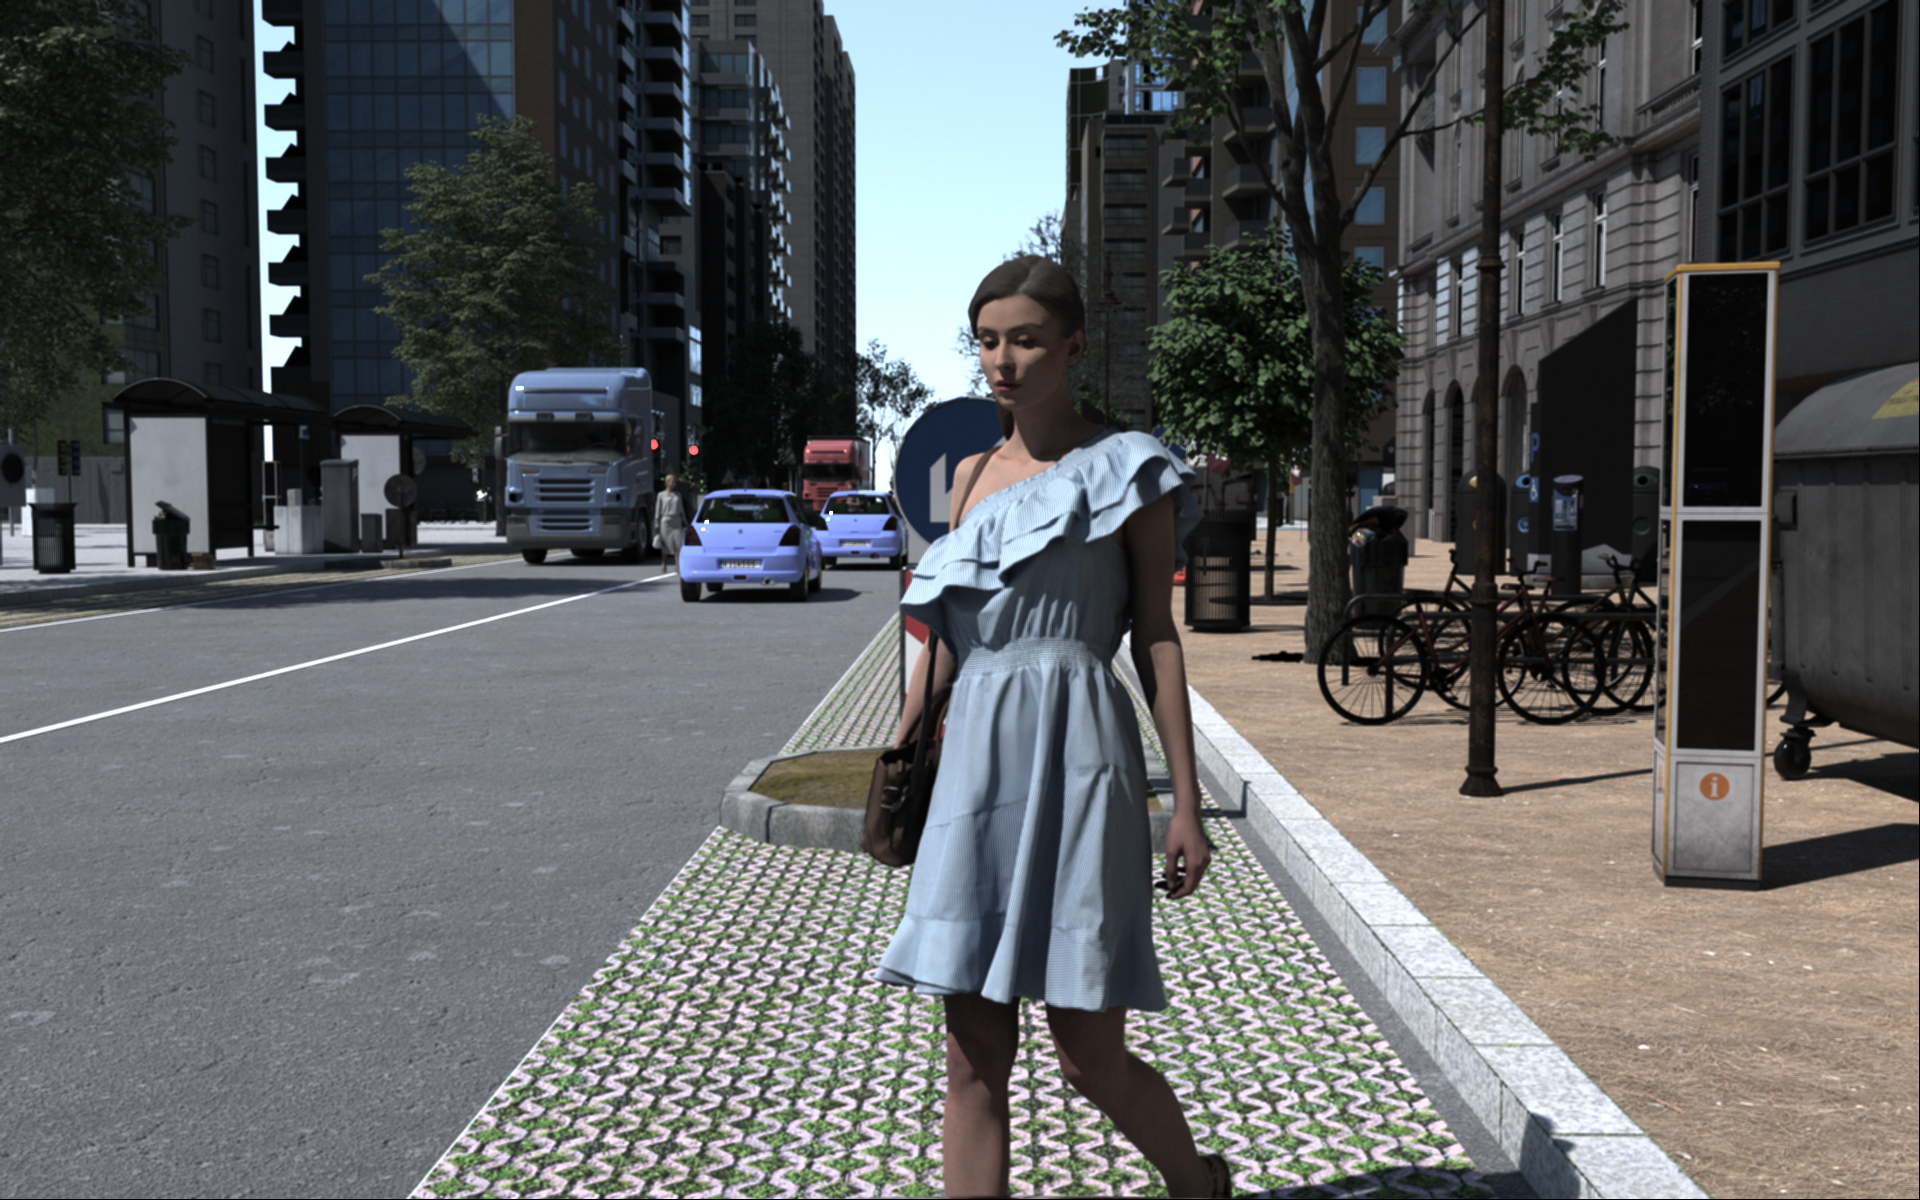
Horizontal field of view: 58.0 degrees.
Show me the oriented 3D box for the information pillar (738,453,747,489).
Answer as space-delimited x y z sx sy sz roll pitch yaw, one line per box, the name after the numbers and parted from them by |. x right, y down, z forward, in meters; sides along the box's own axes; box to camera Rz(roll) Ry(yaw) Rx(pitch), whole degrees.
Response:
-12.476 -6.607 99.384 0.504 3.616 0.183 -1 4 -11 | information pillar

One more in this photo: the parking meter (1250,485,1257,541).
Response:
7.974 -2.401 47.671 0.372 1.533 0.369 0 3 0 | parking meter

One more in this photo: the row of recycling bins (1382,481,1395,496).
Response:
14.472 -3.051 56.995 1.069 1.692 3.534 1 4 18 | row of recycling bins

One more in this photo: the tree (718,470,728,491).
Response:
-19.234 -8.854 139.365 1.663 3.219 1.824 0 3 0 | tree

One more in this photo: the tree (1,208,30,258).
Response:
-22.871 -5.481 39.981 4.360 8.622 3.978 0 3 0 | tree

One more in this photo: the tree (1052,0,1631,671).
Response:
2.653 -5.329 12.886 9.928 11.665 9.643 0 3 0 | tree

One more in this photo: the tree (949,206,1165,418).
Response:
4.486 -10.071 75.034 12.009 13.543 11.850 0 3 0 | tree

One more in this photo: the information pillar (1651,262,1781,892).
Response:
2.475 -0.074 5.698 0.304 2.012 0.304 1 4 14 | information pillar

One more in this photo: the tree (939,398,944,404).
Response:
-7.740 -23.335 237.411 12.611 20.169 13.585 0 3 0 | tree

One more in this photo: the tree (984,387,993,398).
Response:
6.243 -15.291 156.661 9.857 13.997 8.962 0 3 0 | tree

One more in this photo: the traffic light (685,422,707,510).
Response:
-10.308 -4.809 67.550 0.839 4.253 0.868 0 4 1 | traffic light

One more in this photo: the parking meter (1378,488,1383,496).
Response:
17.267 -3.812 70.738 0.372 1.533 0.369 0 3 0 | parking meter

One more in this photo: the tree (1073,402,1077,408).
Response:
4.107 -8.214 84.665 4.360 8.622 3.978 0 3 0 | tree

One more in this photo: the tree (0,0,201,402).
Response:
-13.689 -6.383 22.493 7.486 12.596 7.792 0 3 0 | tree

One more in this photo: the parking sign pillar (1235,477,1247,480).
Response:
13.525 -5.955 85.835 1.447 3.967 1.447 -1 4 -13 | parking sign pillar

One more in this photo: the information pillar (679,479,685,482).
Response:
-15.261 -5.518 94.703 0.304 2.012 0.304 2 4 26 | information pillar

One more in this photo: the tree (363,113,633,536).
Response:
-13.746 -8.179 51.862 7.486 12.596 7.792 0 3 0 | tree

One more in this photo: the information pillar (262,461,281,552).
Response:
-15.365 -2.093 38.712 0.304 2.012 0.304 0 4 -4 | information pillar

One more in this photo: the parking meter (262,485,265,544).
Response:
-17.667 -2.201 44.403 0.372 1.533 0.369 0 3 0 | parking meter

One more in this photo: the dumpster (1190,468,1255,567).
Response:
4.306 -1.452 29.499 1.264 1.857 1.865 0 4 1 | dumpster

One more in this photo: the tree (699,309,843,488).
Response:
-11.763 -11.637 107.267 9.611 12.733 9.660 0 3 0 | tree

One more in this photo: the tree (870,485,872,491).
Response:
-10.139 -11.647 185.032 1.663 3.219 1.824 0 3 0 | tree

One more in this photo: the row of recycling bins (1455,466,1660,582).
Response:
9.217 -1.191 26.585 1.069 1.692 3.534 -3 5 -42 | row of recycling bins

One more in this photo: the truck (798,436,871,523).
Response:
-6.049 -5.905 85.454 2.839 4.237 11.283 0 4 1 | truck

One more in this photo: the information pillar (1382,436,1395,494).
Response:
17.338 -4.809 69.980 0.504 3.616 0.183 2 4 26 | information pillar

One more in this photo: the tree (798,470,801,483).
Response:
-11.362 -9.478 138.673 4.285 4.588 4.351 0 3 0 | tree

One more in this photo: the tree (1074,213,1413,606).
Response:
3.643 -2.241 20.354 4.285 4.588 4.351 0 3 0 | tree

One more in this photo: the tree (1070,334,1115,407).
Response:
5.514 -11.238 101.870 7.486 12.596 7.792 0 3 0 | tree

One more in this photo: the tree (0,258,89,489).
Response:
-30.641 -6.501 56.660 4.360 8.622 3.978 0 3 0 | tree

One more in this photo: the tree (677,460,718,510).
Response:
-12.976 -5.480 84.203 1.663 3.219 1.824 0 3 0 | tree

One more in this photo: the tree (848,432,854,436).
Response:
-11.263 -13.847 176.758 4.360 8.622 3.978 0 3 0 | tree

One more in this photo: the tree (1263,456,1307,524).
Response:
13.626 -4.841 73.748 1.663 3.219 1.824 0 3 0 | tree

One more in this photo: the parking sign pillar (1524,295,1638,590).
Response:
8.525 -2.157 23.747 1.447 3.967 1.447 0 4 -1 | parking sign pillar

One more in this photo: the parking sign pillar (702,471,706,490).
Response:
-21.399 -9.355 141.430 1.447 3.967 1.447 -3 5 -40 | parking sign pillar

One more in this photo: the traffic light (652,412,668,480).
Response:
-10.475 -4.321 59.566 0.839 4.253 0.868 0 4 1 | traffic light

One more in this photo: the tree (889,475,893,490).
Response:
-9.062 -16.849 259.188 4.285 4.588 4.351 0 3 0 | tree

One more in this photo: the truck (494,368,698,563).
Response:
-7.625 -3.242 42.769 2.967 4.110 18.799 0 4 1 | truck

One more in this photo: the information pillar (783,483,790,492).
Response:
-11.523 -6.764 115.083 0.304 2.012 0.304 3 5 40 | information pillar

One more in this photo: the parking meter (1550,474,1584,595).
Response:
7.742 -0.837 22.093 0.372 1.533 0.369 0 3 0 | parking meter

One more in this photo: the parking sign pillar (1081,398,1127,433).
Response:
4.063 -3.677 48.590 1.447 3.967 1.447 -1 4 -9 | parking sign pillar

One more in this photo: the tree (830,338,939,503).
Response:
-9.517 -21.520 207.739 12.611 20.169 13.585 0 3 0 | tree

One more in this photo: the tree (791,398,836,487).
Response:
-11.128 -10.878 128.212 4.737 8.622 4.395 0 3 0 | tree
